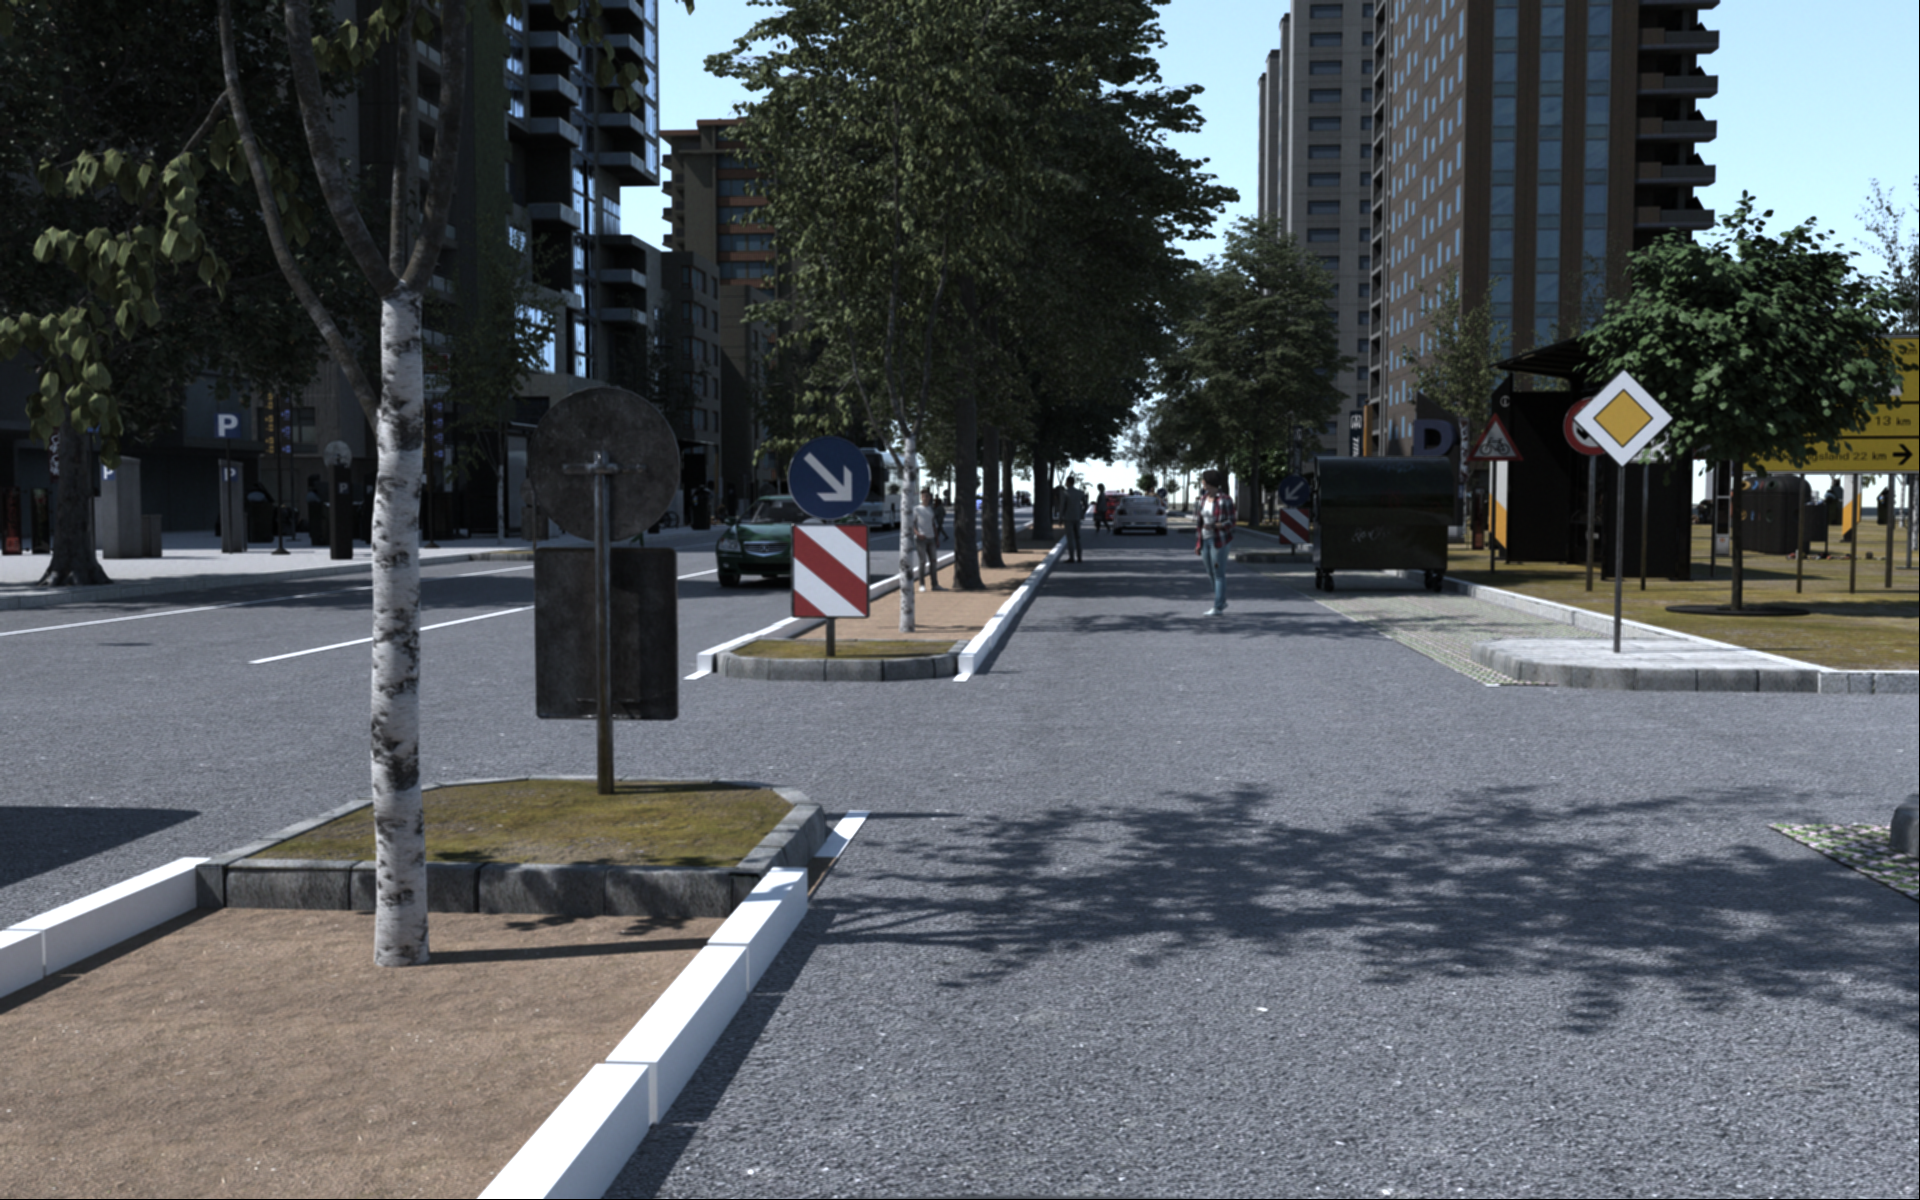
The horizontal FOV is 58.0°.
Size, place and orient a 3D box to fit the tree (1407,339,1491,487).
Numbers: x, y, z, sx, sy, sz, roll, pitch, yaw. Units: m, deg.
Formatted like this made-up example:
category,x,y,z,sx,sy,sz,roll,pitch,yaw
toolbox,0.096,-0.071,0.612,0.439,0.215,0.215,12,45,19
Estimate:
category,x,y,z,sx,sy,sz,roll,pitch,yaw
tree,22.966,-8.012,81.353,4.360,8.622,3.978,0,3,0

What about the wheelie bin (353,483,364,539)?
category,x,y,z,sx,sy,sz,roll,pitch,yaw
wheelie bin,-17.339,-2.526,49.201,0.980,1.594,0.693,-3,5,-41

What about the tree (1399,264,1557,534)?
category,x,y,z,sx,sy,sz,roll,pitch,yaw
tree,16.032,-6.393,54.888,4.737,8.622,4.395,0,3,0

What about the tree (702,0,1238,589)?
category,x,y,z,sx,sy,sz,roll,pitch,yaw
tree,0.175,-6.407,25.340,7.486,12.596,7.792,0,3,0

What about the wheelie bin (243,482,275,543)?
category,x,y,z,sx,sy,sz,roll,pitch,yaw
wheelie bin,-18.462,-2.304,45.584,0.693,1.594,0.980,-3,4,-38

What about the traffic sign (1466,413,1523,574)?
category,x,y,z,sx,sy,sz,roll,pitch,yaw
traffic sign,8.590,-1.704,27.869,0.884,2.594,0.081,1,4,11

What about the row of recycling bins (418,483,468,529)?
category,x,y,z,sx,sy,sz,roll,pitch,yaw
row of recycling bins,-18.569,-3.472,63.876,3.534,1.692,1.069,-3,4,-37

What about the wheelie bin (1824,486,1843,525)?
category,x,y,z,sx,sy,sz,roll,pitch,yaw
wheelie bin,35.888,-3.860,71.026,0.980,1.594,0.693,-2,4,-25

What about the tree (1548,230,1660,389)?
category,x,y,z,sx,sy,sz,roll,pitch,yaw
tree,18.816,-6.047,49.231,4.360,8.622,3.978,0,3,0

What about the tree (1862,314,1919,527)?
category,x,y,z,sx,sy,sz,roll,pitch,yaw
tree,36.366,-7.117,66.728,4.737,8.622,4.395,0,3,0

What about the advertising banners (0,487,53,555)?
category,x,y,z,sx,sy,sz,roll,pitch,yaw
advertising banners,-19.951,-2.460,36.413,0.090,3.025,2.074,1,4,18

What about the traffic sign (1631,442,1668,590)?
category,x,y,z,sx,sy,sz,roll,pitch,yaw
traffic sign,9.110,-1.279,23.037,0.606,2.300,0.079,1,4,9

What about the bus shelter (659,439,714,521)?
category,x,y,z,sx,sy,sz,roll,pitch,yaw
bus shelter,-12.408,-5.226,76.728,1.731,3.624,6.357,0,4,5

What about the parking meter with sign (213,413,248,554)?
category,x,y,z,sx,sy,sz,roll,pitch,yaw
parking meter with sign,-15.933,-2.550,37.950,0.543,3.016,1.738,-1,4,-18

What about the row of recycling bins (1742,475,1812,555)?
category,x,y,z,sx,sy,sz,roll,pitch,yaw
row of recycling bins,17.884,-1.894,38.078,1.069,1.692,3.534,1,4,12

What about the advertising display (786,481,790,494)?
category,x,y,z,sx,sy,sz,roll,pitch,yaw
advertising display,-8.391,-4.939,85.960,0.123,1.923,0.974,1,4,16

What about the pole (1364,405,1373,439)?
category,x,y,z,sx,sy,sz,roll,pitch,yaw
pole,9.362,-2.811,39.798,0.158,3.312,0.155,0,3,0

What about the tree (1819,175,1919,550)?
category,x,y,z,sx,sy,sz,roll,pitch,yaw
tree,21.601,-5.441,39.330,4.360,8.622,3.978,0,3,0

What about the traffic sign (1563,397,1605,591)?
category,x,y,z,sx,sy,sz,roll,pitch,yaw
traffic sign,8.306,-1.387,22.784,0.768,2.556,0.104,0,4,6

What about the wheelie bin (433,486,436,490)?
category,x,y,z,sx,sy,sz,roll,pitch,yaw
wheelie bin,-20.239,-3.616,67.035,0.980,1.594,0.693,-1,4,-18

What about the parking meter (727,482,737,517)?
category,x,y,z,sx,sy,sz,roll,pitch,yaw
parking meter,-10.940,-4.736,83.140,0.399,1.863,0.255,0,4,4

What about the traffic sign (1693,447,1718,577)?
category,x,y,z,sx,sy,sz,roll,pitch,yaw
traffic sign,11.698,-1.641,26.836,0.884,2.594,0.081,1,4,14

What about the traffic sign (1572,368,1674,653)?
category,x,y,z,sx,sy,sz,roll,pitch,yaw
traffic sign,5.313,-0.631,13.951,0.795,2.450,0.064,0,4,5

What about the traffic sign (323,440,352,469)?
category,x,y,z,sx,sy,sz,roll,pitch,yaw
traffic sign,-14.750,-2.502,41.014,0.768,2.556,0.104,1,4,13

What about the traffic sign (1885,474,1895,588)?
category,x,y,z,sx,sy,sz,roll,pitch,yaw
traffic sign,12.702,-1.438,23.620,0.768,2.556,0.104,1,4,8

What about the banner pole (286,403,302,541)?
category,x,y,z,sx,sy,sz,roll,pitch,yaw
banner pole,-18.227,-3.500,47.248,0.401,3.779,0.863,-1,4,-19

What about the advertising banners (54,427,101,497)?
category,x,y,z,sx,sy,sz,roll,pitch,yaw
advertising banners,-22.166,-2.928,44.066,2.074,3.025,0.090,-1,4,-11

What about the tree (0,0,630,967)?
category,x,y,z,sx,sy,sz,roll,pitch,yaw
tree,-1.723,-3.207,5.261,4.737,8.622,4.395,0,3,0

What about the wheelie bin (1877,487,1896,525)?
category,x,y,z,sx,sy,sz,roll,pitch,yaw
wheelie bin,38.656,-3.938,72.297,0.693,1.594,0.980,2,4,31

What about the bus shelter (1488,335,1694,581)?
category,x,y,z,sx,sy,sz,roll,pitch,yaw
bus shelter,10.247,-2.278,28.527,1.731,3.624,6.357,0,4,4

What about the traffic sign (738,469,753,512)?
category,x,y,z,sx,sy,sz,roll,pitch,yaw
traffic sign,-10.717,-5.272,86.303,0.768,2.556,0.104,1,4,9

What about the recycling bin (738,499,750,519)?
category,x,y,z,sx,sy,sz,roll,pitch,yaw
recycling bin,-10.986,-4.676,89.006,0.722,1.027,0.722,-1,4,-15

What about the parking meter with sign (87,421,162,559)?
category,x,y,z,sx,sy,sz,roll,pitch,yaw
parking meter with sign,-16.630,-2.331,34.375,0.543,3.016,1.738,1,4,14

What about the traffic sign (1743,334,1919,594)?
category,x,y,z,sx,sy,sz,roll,pitch,yaw
traffic sign,11.184,-1.737,22.271,2.265,3.308,0.079,1,4,9

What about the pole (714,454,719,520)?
category,x,y,z,sx,sy,sz,roll,pitch,yaw
pole,-12.250,-5.705,87.117,0.158,3.312,0.155,0,3,0

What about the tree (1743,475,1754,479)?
category,x,y,z,sx,sy,sz,roll,pitch,yaw
tree,38.662,-8.224,84.829,4.360,8.622,3.978,0,3,0

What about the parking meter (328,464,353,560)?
category,x,y,z,sx,sy,sz,roll,pitch,yaw
parking meter,-12.132,-1.728,33.963,0.255,1.863,0.399,3,5,42

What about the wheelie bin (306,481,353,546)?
category,x,y,z,sx,sy,sz,roll,pitch,yaw
wheelie bin,-15.811,-2.150,43.068,0.693,1.594,0.980,2,4,32

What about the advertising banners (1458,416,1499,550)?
category,x,y,z,sx,sy,sz,roll,pitch,yaw
advertising banners,11.915,-2.661,39.692,2.074,3.025,0.090,-3,5,-44

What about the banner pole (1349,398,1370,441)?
category,x,y,z,sx,sy,sz,roll,pitch,yaw
banner pole,10.535,-3.401,45.626,0.401,3.779,0.863,-2,4,-31

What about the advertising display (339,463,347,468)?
category,x,y,z,sx,sy,sz,roll,pitch,yaw
advertising display,-12.783,-1.879,35.934,0.123,1.923,0.974,-1,4,-17

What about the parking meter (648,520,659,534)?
category,x,y,z,sx,sy,sz,roll,pitch,yaw
parking meter,-9.981,-2.934,56.385,0.372,1.533,0.369,0,3,0

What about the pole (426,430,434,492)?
category,x,y,z,sx,sy,sz,roll,pitch,yaw
pole,-16.787,-3.732,54.860,0.158,3.312,0.155,0,3,0

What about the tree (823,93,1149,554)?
category,x,y,z,sx,sy,sz,roll,pitch,yaw
tree,1.087,-6.942,41.710,9.928,11.665,9.643,0,3,0

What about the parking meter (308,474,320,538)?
category,x,y,z,sx,sy,sz,roll,pitch,yaw
parking meter,-19.087,-2.783,51.212,0.255,1.863,0.399,0,4,-3

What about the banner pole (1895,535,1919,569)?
category,x,y,z,sx,sy,sz,roll,pitch,yaw
banner pole,16.394,-2.427,29.702,0.401,3.779,0.863,3,5,42

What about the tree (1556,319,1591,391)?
category,x,y,z,sx,sy,sz,roll,pitch,yaw
tree,25.450,-7.445,72.085,4.737,8.622,4.395,0,3,0

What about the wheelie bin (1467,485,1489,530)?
category,x,y,z,sx,sy,sz,roll,pitch,yaw
wheelie bin,18.345,-3.265,61.296,0.980,1.594,0.693,1,4,10

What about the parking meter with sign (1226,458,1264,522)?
category,x,y,z,sx,sy,sz,roll,pitch,yaw
parking meter with sign,13.242,-5.147,80.407,1.738,3.016,0.543,0,4,3

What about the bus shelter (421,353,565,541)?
category,x,y,z,sx,sy,sz,roll,pitch,yaw
bus shelter,-13.930,-4.538,51.824,2.179,5.291,8.768,0,4,5

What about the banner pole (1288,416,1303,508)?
category,x,y,z,sx,sy,sz,roll,pitch,yaw
banner pole,10.657,-3.992,55.289,0.401,3.779,0.863,-2,4,-29

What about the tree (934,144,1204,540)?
category,x,y,z,sx,sy,sz,roll,pitch,yaw
tree,2.568,-8.808,53.130,9.857,13.997,8.962,0,3,0

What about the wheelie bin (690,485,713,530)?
category,x,y,z,sx,sy,sz,roll,pitch,yaw
wheelie bin,-9.252,-3.316,62.121,0.693,1.594,0.980,0,4,8

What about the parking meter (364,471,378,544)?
category,x,y,z,sx,sy,sz,roll,pitch,yaw
parking meter,-15.059,-2.368,44.434,0.399,1.863,0.255,1,4,21

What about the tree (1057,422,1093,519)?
category,x,y,z,sx,sy,sz,roll,pitch,yaw
tree,5.157,-8.250,87.709,4.360,8.622,3.978,0,3,0

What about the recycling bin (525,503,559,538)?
category,x,y,z,sx,sy,sz,roll,pitch,yaw
recycling bin,-12.201,-2.326,50.586,0.722,1.027,0.722,1,4,18

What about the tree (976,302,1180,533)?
category,x,y,z,sx,sy,sz,roll,pitch,yaw
tree,3.164,-7.655,62.026,8.767,10.594,7.601,0,4,5

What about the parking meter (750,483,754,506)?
category,x,y,z,sx,sy,sz,roll,pitch,yaw
parking meter,-10.560,-5.048,88.250,0.255,1.863,0.399,-1,4,-12
